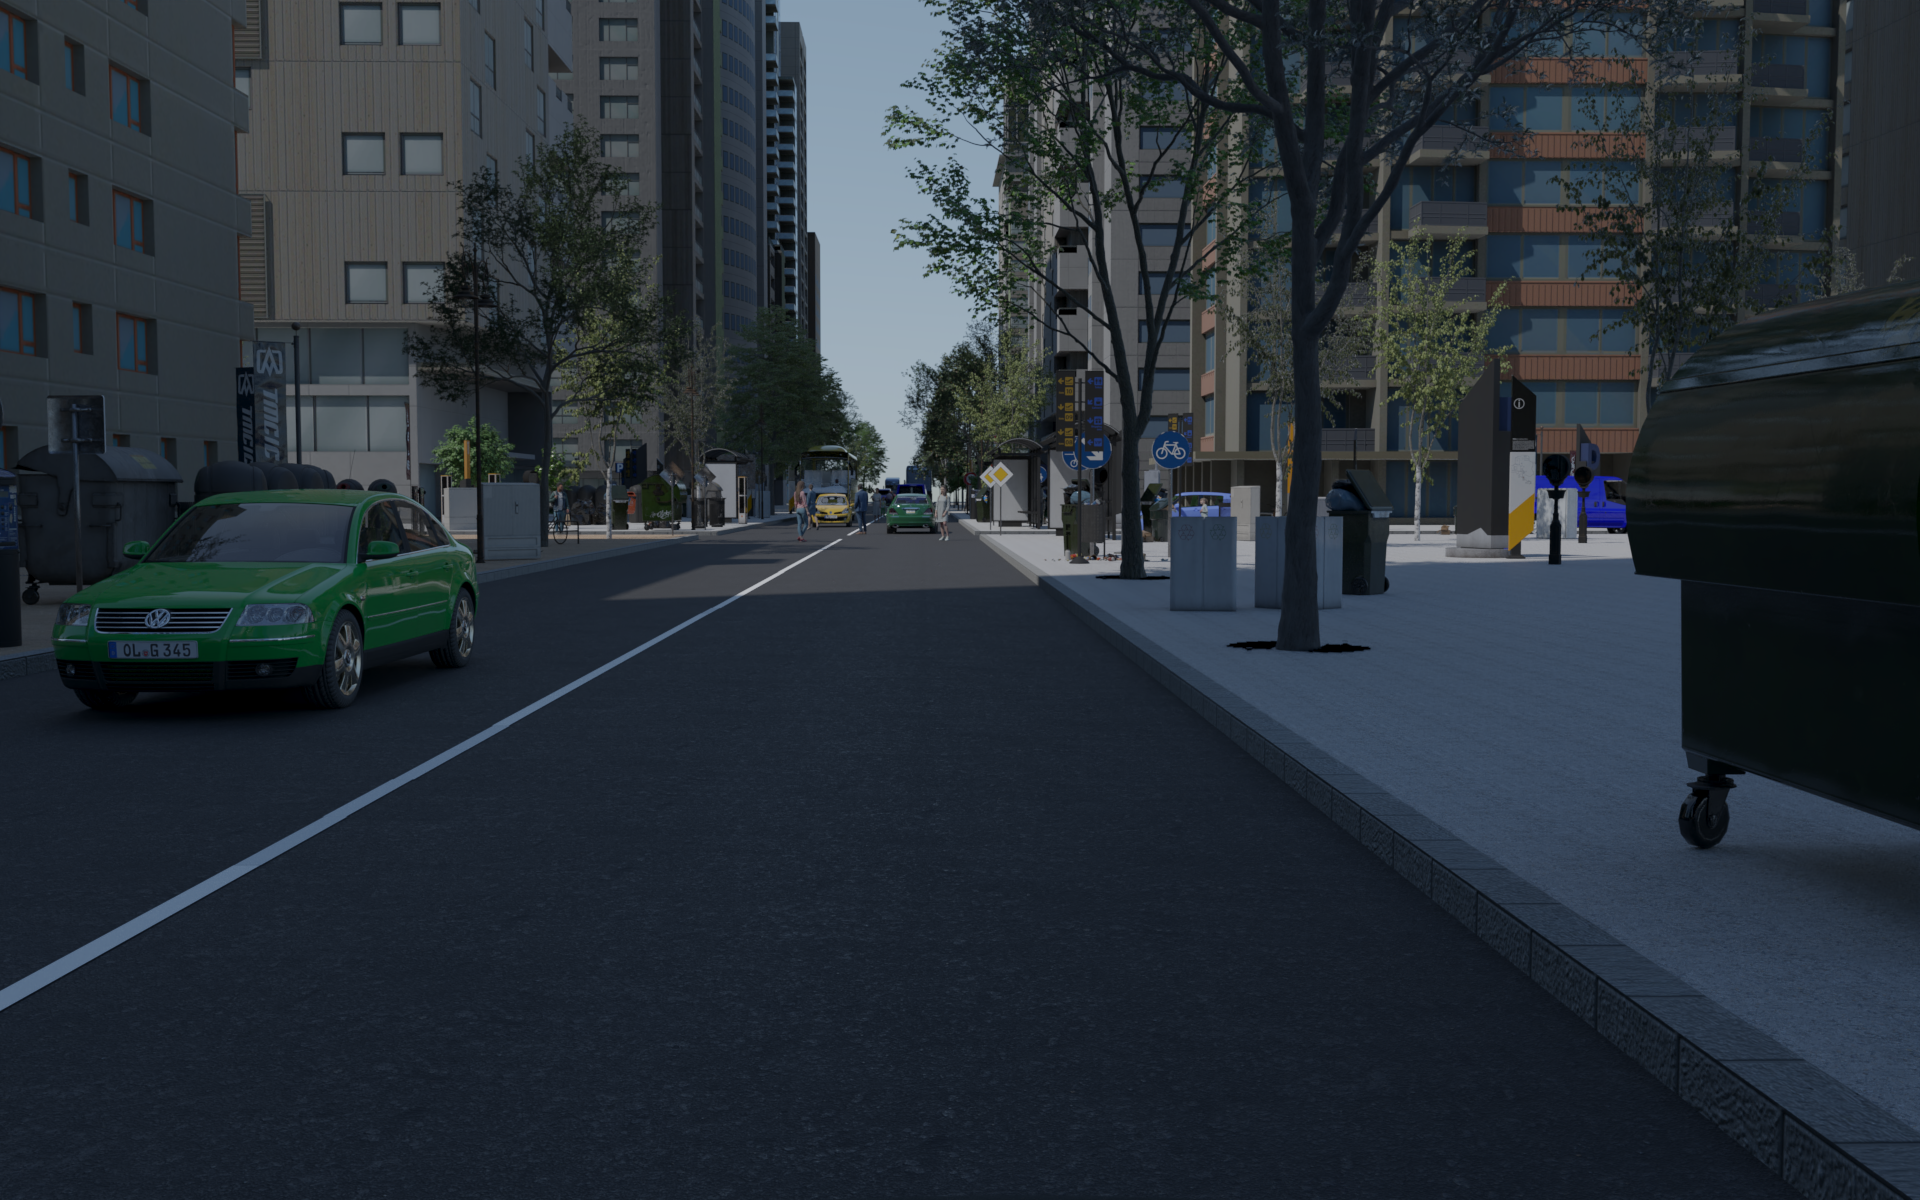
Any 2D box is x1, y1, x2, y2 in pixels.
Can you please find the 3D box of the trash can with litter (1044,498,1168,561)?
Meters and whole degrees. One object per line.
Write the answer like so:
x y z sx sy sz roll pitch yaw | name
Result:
2.880 -1.365 33.376 2.233 1.210 1.678 2 4 25 | trash can with litter

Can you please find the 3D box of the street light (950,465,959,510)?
-0.544 -11.361 158.539 0.468 5.910 1.993 0 4 -1 | street light

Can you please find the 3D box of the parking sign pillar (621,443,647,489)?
-17.048 -6.249 90.640 1.447 3.967 1.447 -2 4 -35 | parking sign pillar

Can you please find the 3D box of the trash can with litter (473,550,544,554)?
-9.764 -1.627 37.667 1.678 1.210 2.233 2 4 26 | trash can with litter

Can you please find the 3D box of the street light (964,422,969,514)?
0.466 -8.350 109.307 0.468 5.910 1.993 0 4 -1 | street light

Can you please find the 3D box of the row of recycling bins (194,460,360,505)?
-9.000 -0.955 22.734 1.069 1.692 3.534 0 4 -2 | row of recycling bins

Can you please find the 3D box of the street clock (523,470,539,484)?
-13.144 -2.967 53.087 0.358 2.002 0.471 2 4 29 | street clock

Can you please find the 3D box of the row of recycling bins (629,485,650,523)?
-14.399 -4.342 78.096 1.069 1.692 3.534 0 4 -7 | row of recycling bins

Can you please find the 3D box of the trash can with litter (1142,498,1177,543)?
5.211 -2.124 46.116 1.055 1.170 0.624 -3 4 -37 | trash can with litter

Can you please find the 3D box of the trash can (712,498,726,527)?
-9.413 -3.392 67.108 0.748 1.137 0.748 0 3 0 | trash can

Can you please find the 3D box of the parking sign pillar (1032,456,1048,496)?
5.300 -7.596 112.663 1.447 3.967 1.447 -3 5 -41 | parking sign pillar

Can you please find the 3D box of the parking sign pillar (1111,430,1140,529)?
5.857 -4.630 64.181 1.447 3.967 1.447 1 4 20 | parking sign pillar

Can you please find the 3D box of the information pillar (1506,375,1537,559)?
11.083 -2.619 34.172 0.504 3.616 0.183 0 4 4 | information pillar

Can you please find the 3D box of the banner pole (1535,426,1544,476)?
21.171 -4.514 63.817 0.863 3.779 0.401 3 4 36 | banner pole

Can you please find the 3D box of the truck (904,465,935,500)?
-3.870 -10.203 156.583 2.967 4.110 18.799 0 3 0 | truck

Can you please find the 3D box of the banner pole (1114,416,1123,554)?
3.522 -2.870 36.943 0.401 3.779 0.863 0 4 -4 | banner pole

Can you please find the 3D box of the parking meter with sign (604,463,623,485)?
-19.608 -6.177 97.261 1.738 3.016 0.543 3 5 42 | parking meter with sign

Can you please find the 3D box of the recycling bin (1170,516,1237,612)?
2.713 -0.410 19.266 0.722 1.027 0.722 1 4 9 | recycling bin

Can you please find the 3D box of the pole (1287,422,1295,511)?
9.200 -3.317 48.069 0.158 3.312 0.155 0 3 0 | pole

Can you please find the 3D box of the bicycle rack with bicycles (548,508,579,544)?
-11.048 -1.859 43.777 2.852 0.926 2.925 1 4 14 | bicycle rack with bicycles

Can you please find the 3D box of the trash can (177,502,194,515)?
-14.254 -1.263 32.299 0.748 1.137 0.748 0 3 0 | trash can

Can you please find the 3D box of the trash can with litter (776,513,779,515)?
-11.801 -5.894 107.423 1.678 1.210 2.233 -1 4 -10 | trash can with litter

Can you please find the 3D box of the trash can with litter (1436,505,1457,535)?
15.534 -2.628 54.349 1.055 1.170 0.624 0 4 7 | trash can with litter

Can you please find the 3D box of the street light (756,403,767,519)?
-10.024 -7.026 87.667 0.468 5.910 1.993 0 4 -1 | street light

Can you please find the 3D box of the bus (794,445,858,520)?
-6.850 -6.102 91.307 2.896 3.916 12.252 0 4 -1 | bus

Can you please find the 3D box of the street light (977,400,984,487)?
1.047 -6.740 82.992 0.468 5.910 1.993 0 4 -1 | street light

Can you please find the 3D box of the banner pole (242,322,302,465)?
-9.821 -2.147 25.125 0.863 3.779 0.401 -3 5 -41 | banner pole

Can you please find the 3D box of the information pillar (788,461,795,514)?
-10.754 -7.293 110.594 0.183 3.616 0.504 3 5 45 | information pillar

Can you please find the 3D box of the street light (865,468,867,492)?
-13.416 -16.819 247.785 0.468 5.910 1.993 0 4 -1 | street light

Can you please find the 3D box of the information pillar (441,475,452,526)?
-20.302 -3.915 68.500 0.304 2.012 0.304 1 4 14 | information pillar

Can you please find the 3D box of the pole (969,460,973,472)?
0.669 -6.685 103.143 0.158 3.312 0.155 0 3 0 | pole

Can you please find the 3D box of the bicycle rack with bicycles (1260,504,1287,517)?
11.884 -2.971 61.963 2.852 0.926 2.925 0 4 -4 | bicycle rack with bicycles

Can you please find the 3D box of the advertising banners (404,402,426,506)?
-10.684 -2.310 33.952 0.090 3.025 2.074 0 4 -8 | advertising banners

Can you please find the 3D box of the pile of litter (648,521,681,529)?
-11.223 -3.099 64.638 1.719 0.858 1.176 3 4 36 | pile of litter

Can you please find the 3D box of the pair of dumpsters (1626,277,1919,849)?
3.271 -0.106 4.221 1.574 2.255 4.437 0 4 -1 | pair of dumpsters

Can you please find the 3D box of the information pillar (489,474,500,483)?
-16.794 -3.549 62.521 0.304 2.012 0.304 1 4 17 | information pillar

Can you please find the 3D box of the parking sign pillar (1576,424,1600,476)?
24.173 -4.783 66.675 1.447 3.967 1.447 3 5 43 | parking sign pillar

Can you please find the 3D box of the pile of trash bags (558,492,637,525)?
-15.022 -3.809 72.036 3.447 1.369 1.912 -3 5 -40 | pile of trash bags

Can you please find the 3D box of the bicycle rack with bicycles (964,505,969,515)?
1.718 -5.727 107.025 2.925 0.926 2.852 0 4 -4 | bicycle rack with bicycles

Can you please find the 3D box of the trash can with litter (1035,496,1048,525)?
3.307 -3.757 72.821 0.624 1.170 1.055 1 4 19 | trash can with litter

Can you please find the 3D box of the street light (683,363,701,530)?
-9.482 -5.420 61.398 0.468 5.910 1.993 0 4 -1 | street light

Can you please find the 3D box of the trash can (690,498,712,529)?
-9.662 -3.216 64.227 0.748 1.137 0.748 0 3 0 | trash can

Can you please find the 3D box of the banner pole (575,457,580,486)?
-23.420 -7.098 106.065 0.401 3.779 0.863 1 4 10 | banner pole

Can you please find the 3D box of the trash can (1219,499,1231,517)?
15.015 -5.157 95.972 0.748 1.137 0.748 0 3 0 | trash can

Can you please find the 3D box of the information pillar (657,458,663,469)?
-19.600 -7.449 113.150 0.504 3.616 0.183 2 4 25 | information pillar

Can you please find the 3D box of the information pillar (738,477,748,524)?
-9.263 -4.246 73.912 0.304 2.012 0.304 1 4 13 | information pillar

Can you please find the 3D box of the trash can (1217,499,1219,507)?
15.516 -5.884 107.850 0.748 1.137 0.748 0 3 0 | trash can

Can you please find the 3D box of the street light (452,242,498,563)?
-8.914 -3.622 32.006 0.468 5.910 1.993 0 4 -1 | street light

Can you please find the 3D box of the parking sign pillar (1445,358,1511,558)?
10.634 -2.856 35.172 1.447 3.967 1.447 -1 4 -15 | parking sign pillar

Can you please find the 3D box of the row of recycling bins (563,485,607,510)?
-17.183 -4.389 78.869 3.534 1.692 1.069 2 4 35 | row of recycling bins

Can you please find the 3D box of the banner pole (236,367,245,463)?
-12.213 -2.447 30.024 0.863 3.779 0.401 1 4 22 | banner pole

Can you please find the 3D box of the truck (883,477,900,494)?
-10.794 -18.114 285.929 2.967 4.110 18.799 0 4 0 | truck

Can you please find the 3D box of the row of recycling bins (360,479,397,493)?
-17.095 -2.446 47.106 3.534 1.692 1.069 0 4 -5 | row of recycling bins

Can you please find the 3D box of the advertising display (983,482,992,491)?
1.718 -5.473 94.693 0.974 1.923 0.123 0 4 -8 | advertising display

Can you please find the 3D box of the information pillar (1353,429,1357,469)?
14.125 -4.317 61.942 0.183 3.616 0.504 1 4 17 | information pillar

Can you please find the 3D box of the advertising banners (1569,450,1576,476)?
23.960 -4.445 68.858 2.074 3.025 0.090 -3 5 -41 | advertising banners

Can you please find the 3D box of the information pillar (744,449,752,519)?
-10.982 -6.010 89.611 0.183 3.616 0.504 2 4 31 | information pillar

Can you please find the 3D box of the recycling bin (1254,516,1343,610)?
3.810 -0.425 19.496 0.722 1.027 0.722 -3 5 -39 | recycling bin

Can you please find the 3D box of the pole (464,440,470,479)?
-18.758 -4.412 65.978 0.158 3.312 0.155 0 3 0 | pole
